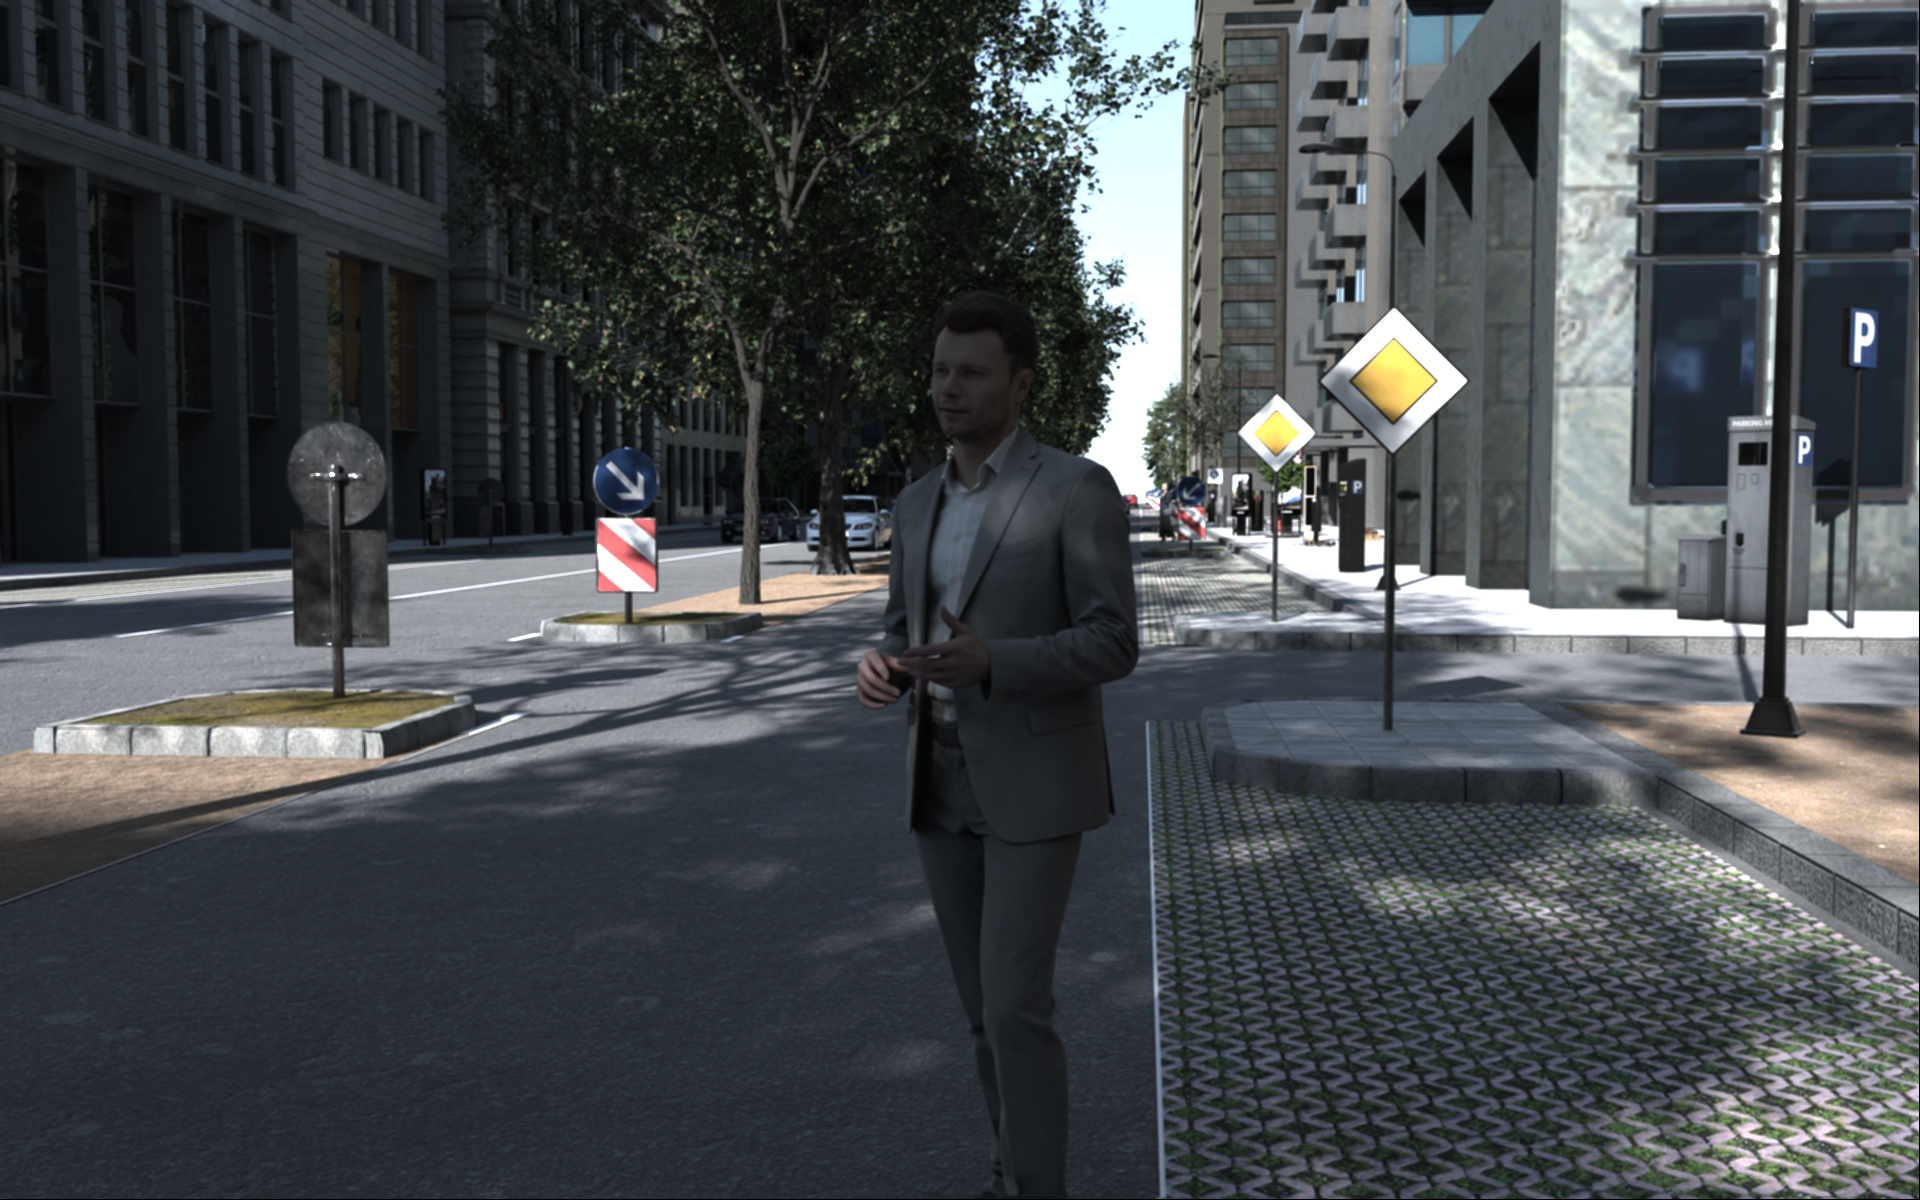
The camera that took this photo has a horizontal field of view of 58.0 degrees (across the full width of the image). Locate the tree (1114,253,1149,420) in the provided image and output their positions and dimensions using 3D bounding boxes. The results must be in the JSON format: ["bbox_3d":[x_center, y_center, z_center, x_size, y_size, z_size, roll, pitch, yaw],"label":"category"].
[{"bbox_3d":[1.731,-8.607,60.196,9.611,12.733,9.660,0,3,0],"label":"tree"}]

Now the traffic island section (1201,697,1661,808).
[{"bbox_3d":[2.352,0.785,9.443,2.009,0.180,2.903,0,4,6],"label":"traffic island section"}]

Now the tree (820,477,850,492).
[{"bbox_3d":[-7.269,-6.662,103.528,1.663,3.219,1.824,0,3,0],"label":"tree"}]

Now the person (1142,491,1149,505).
[{"bbox_3d":[21.937,-11.868,202.482,1.348,1.831,0.705,3,5,42],"label":"person"}]

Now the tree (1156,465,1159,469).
[{"bbox_3d":[28.294,-17.608,238.246,4.360,8.622,3.978,0,3,0],"label":"tree"}]

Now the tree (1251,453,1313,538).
[{"bbox_3d":[9.650,-3.457,51.119,1.663,3.219,1.824,0,3,0],"label":"tree"}]

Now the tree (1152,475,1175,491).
[{"bbox_3d":[29.010,-16.076,246.554,4.285,4.588,4.351,0,3,0],"label":"tree"}]

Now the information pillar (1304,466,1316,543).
[{"bbox_3d":[9.227,-2.519,45.671,0.304,2.012,0.304,1,4,9],"label":"information pillar"}]

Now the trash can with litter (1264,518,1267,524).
[{"bbox_3d":[12.692,-3.826,73.944,0.624,1.170,1.055,-2,4,-32],"label":"trash can with litter"}]

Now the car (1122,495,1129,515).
[{"bbox_3d":[10.342,-6.381,116.334,2.014,1.417,4.499,0,4,7],"label":"car"}]

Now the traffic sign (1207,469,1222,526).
[{"bbox_3d":[10.166,-4.100,69.169,0.606,2.300,0.079,1,4,9],"label":"traffic sign"}]

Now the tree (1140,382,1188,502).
[{"bbox_3d":[21.635,-15.732,175.338,7.486,12.596,7.792,0,3,0],"label":"tree"}]

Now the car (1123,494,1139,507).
[{"bbox_3d":[19.085,-11.369,194.925,2.155,1.783,4.494,0,4,5],"label":"car"}]

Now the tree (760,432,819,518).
[{"bbox_3d":[-9.092,-6.630,92.114,4.285,4.588,4.351,0,3,0],"label":"tree"}]

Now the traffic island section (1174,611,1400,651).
[{"bbox_3d":[3.176,0.299,17.386,2.009,0.180,2.903,0,4,6],"label":"traffic island section"}]

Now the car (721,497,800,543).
[{"bbox_3d":[-5.964,-2.408,51.945,1.945,1.354,3.894,0,4,7],"label":"car"}]

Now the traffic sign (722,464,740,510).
[{"bbox_3d":[-9.752,-4.503,73.725,0.768,2.556,0.104,1,4,10],"label":"traffic sign"}]

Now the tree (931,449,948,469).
[{"bbox_3d":[-1.185,-13.280,167.490,4.360,8.622,3.978,0,3,0],"label":"tree"}]

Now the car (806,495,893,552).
[{"bbox_3d":[-2.764,-1.998,44.663,2.014,1.417,4.499,0,4,6],"label":"car"}]

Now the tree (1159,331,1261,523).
[{"bbox_3d":[11.302,-7.790,77.733,4.360,8.622,3.978,0,3,0],"label":"tree"}]

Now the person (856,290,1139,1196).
[{"bbox_3d":[0.005,0.340,3.149,0.606,1.804,0.583,3,5,39],"label":"person"}]

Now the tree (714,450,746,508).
[{"bbox_3d":[-10.036,-4.976,75.962,1.663,3.219,1.824,0,3,0],"label":"tree"}]

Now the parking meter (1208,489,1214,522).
[{"bbox_3d":[11.663,-4.392,80.225,0.372,1.533,0.369,0,3,0],"label":"parking meter"}]

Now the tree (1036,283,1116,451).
[{"bbox_3d":[3.747,-10.955,88.226,9.857,13.997,8.962,0,3,0],"label":"tree"}]

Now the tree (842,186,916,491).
[{"bbox_3d":[-1.226,-5.307,39.589,4.737,8.622,4.395,0,3,0],"label":"tree"}]

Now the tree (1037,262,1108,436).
[{"bbox_3d":[2.879,-9.723,79.557,7.486,12.596,7.792,0,3,0],"label":"tree"}]

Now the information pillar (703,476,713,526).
[{"bbox_3d":[-10.239,-4.027,70.339,0.304,2.012,0.304,1,4,13],"label":"information pillar"}]

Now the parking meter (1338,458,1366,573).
[{"bbox_3d":[6.417,-1.386,28.375,0.399,1.863,0.255,-2,4,-25],"label":"parking meter"}]

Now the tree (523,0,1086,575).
[{"bbox_3d":[-2.276,-6.783,30.373,9.611,12.733,9.660,0,3,0],"label":"tree"}]

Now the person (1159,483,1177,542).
[{"bbox_3d":[6.145,-2.610,51.594,0.534,1.772,0.576,-3,4,-36],"label":"person"}]

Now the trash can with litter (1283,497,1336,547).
[{"bbox_3d":[8.774,-1.951,42.964,1.678,1.210,2.233,0,4,5],"label":"trash can with litter"}]

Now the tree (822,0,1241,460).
[{"bbox_3d":[0.937,-11.588,47.818,12.611,20.169,13.585,0,3,0],"label":"tree"}]

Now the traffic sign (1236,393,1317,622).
[{"bbox_3d":[3.152,-0.836,17.311,0.795,2.450,0.064,0,4,6],"label":"traffic sign"}]

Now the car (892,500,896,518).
[{"bbox_3d":[-2.583,-5.007,91.448,1.945,1.707,3.694,0,4,5],"label":"car"}]

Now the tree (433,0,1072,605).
[{"bbox_3d":[-2.778,-5.192,21.753,8.767,10.594,7.601,0,4,6],"label":"tree"}]

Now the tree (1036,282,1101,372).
[{"bbox_3d":[2.322,-8.693,70.343,9.928,11.665,9.643,0,3,0],"label":"tree"}]

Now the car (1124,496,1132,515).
[{"bbox_3d":[10.989,-6.615,120.731,1.945,1.354,3.894,0,4,5],"label":"car"}]

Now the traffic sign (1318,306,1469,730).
[{"bbox_3d":[2.328,-0.350,9.369,0.795,2.450,0.064,0,4,6],"label":"traffic sign"}]
